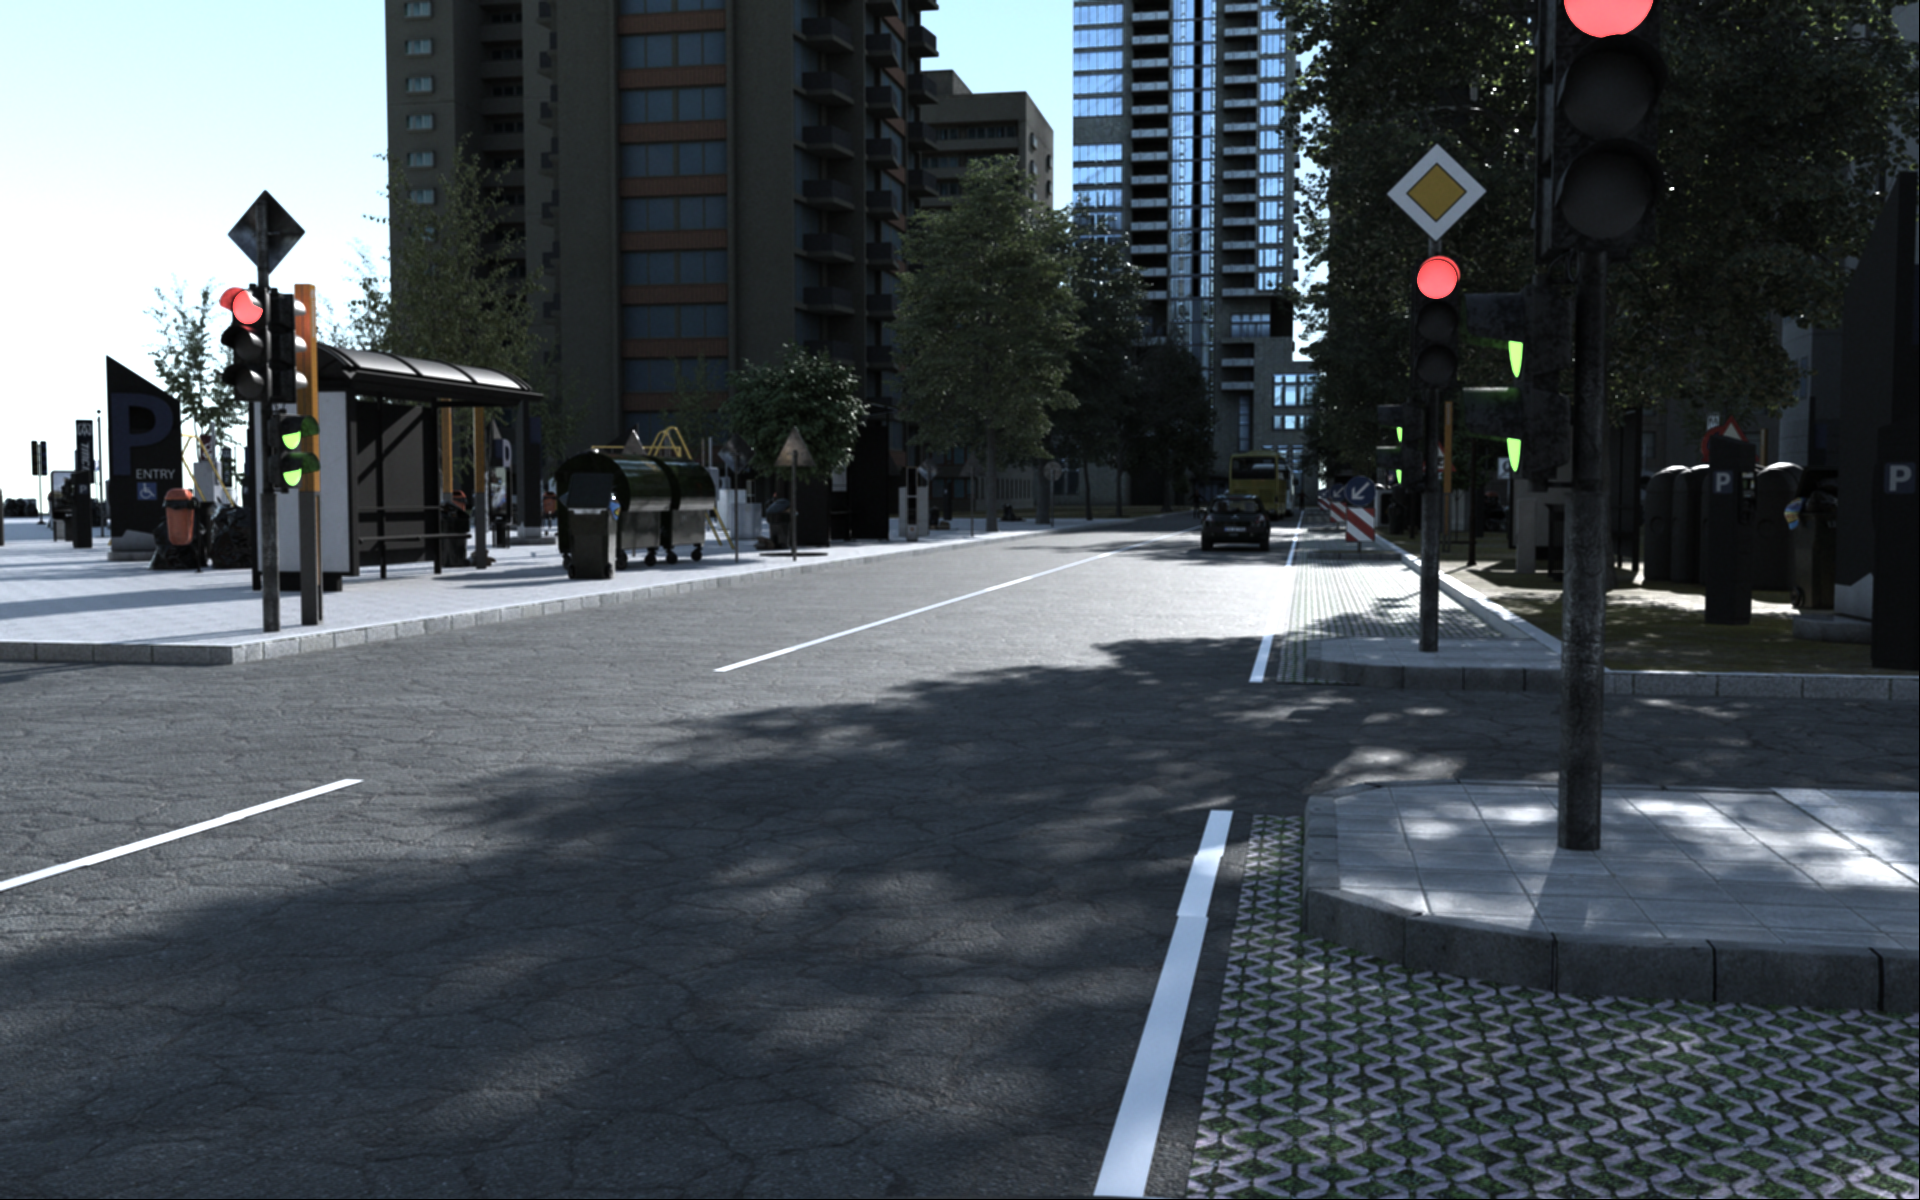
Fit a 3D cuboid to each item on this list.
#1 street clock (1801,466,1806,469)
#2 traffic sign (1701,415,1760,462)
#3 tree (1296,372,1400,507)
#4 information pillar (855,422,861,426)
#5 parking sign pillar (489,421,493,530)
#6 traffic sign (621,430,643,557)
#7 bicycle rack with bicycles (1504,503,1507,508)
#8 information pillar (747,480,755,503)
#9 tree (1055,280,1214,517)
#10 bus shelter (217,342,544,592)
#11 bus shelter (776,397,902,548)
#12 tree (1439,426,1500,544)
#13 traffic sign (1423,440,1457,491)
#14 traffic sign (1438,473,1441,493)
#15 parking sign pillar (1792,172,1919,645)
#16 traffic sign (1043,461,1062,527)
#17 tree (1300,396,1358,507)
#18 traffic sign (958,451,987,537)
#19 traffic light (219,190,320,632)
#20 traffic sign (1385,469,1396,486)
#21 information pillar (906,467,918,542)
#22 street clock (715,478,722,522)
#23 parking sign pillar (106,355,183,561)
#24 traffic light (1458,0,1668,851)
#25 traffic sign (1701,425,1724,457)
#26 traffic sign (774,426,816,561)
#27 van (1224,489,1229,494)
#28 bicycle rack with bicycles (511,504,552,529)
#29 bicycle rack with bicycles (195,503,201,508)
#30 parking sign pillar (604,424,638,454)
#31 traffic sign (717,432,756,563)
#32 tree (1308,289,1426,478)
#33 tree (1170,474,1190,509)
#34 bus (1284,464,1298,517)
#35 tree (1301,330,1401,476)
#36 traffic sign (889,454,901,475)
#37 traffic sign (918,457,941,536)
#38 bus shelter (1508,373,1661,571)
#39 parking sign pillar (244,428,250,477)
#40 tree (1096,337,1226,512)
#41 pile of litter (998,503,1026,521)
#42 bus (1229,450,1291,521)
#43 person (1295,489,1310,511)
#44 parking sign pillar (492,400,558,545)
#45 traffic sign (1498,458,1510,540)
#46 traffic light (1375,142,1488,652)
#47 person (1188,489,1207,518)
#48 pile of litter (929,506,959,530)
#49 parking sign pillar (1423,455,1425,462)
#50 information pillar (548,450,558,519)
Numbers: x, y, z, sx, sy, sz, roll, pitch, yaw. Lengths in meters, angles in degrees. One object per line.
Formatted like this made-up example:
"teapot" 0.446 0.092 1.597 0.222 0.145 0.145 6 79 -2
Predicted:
"street clock" 21.975 -2.478 45.078 0.358 2.002 0.471 2 4 32
"traffic sign" 12.720 -1.752 28.644 0.884 2.594 0.081 1 4 20
"tree" 28.652 -12.596 122.952 9.611 12.733 9.660 0 3 0
"information pillar" -3.009 -3.547 49.353 0.504 3.616 0.183 -1 4 -14
"parking sign pillar" -16.313 -4.469 61.545 1.447 3.967 1.447 0 4 1
"traffic sign" -6.653 -2.156 35.253 0.884 2.594 0.081 1 4 21
"bicycle rack with bicycles" 26.545 -4.256 82.970 2.925 0.926 2.852 2 4 26
"information pillar" -10.912 -5.254 90.397 0.304 2.012 0.304 3 4 36
"tree" 8.911 -11.405 96.848 12.009 13.543 11.850 0 3 0
"bus shelter" -8.194 -1.917 25.262 2.014 3.302 5.546 1 4 11
"bus shelter" -3.025 -3.254 44.479 1.731 3.624 6.357 1 4 11
"tree" 12.906 -3.089 45.115 1.663 3.219 1.824 0 3 0
"traffic sign" 11.419 -2.535 41.456 0.884 2.594 0.081 1 4 19
"traffic sign" 13.719 -2.912 49.741 0.606 2.300 0.079 1 4 19
"parking sign pillar" 8.161 -1.635 15.204 1.447 3.967 1.447 1 4 9
"traffic sign" 3.588 -4.102 67.166 0.768 2.556 0.104 1 4 20
"tree" 35.059 -14.861 153.348 12.009 13.543 11.850 0 3 0
"traffic sign" 0.369 -3.191 52.180 0.884 2.594 0.081 1 4 17
"traffic light" -6.407 -1.659 16.043 0.839 4.253 0.868 1 4 11
"traffic sign" 21.430 -5.297 86.710 0.768 2.556 0.104 1 4 18
"information pillar" -1.295 -2.583 46.719 0.304 2.012 0.304 0 4 -3
"street clock" -11.051 -4.550 78.959 0.358 2.002 0.471 -2 4 -33
"parking sign pillar" -15.821 -2.763 33.649 1.447 3.967 1.447 -2 4 -25
"traffic light" 2.233 -1.056 6.187 0.839 4.253 0.868 1 4 11
"traffic sign" 14.099 -1.954 32.056 0.768 2.556 0.104 1 4 21
"traffic sign" -3.171 -2.027 33.144 0.884 2.594 0.081 1 4 20
"van" 23.657 -8.774 150.463 2.013 2.044 4.112 1 4 10
"bicycle rack with bicycles" -16.364 -3.139 64.700 2.852 0.926 2.925 -1 4 -10
"bicycle rack with bicycles" -30.324 -3.339 67.974 2.925 0.926 2.852 2 4 30
"parking sign pillar" -12.967 -4.769 66.440 1.447 3.967 1.447 0 4 -2
"traffic sign" -4.180 -1.908 32.377 0.795 2.450 0.064 1 4 18
"tree" 22.772 -10.732 93.603 7.486 12.596 7.792 0 3 0
"tree" 18.867 -9.493 149.804 1.663 3.219 1.824 0 3 0
"bus" 20.284 -7.163 111.967 2.948 3.499 13.247 1 4 12
"tree" 24.206 -10.844 103.061 9.928 11.665 9.643 0 3 0
"traffic sign" -2.097 -2.990 48.886 0.884 2.594 0.081 1 4 14
"traffic sign" -0.969 -3.192 53.377 0.795 2.450 0.064 1 4 13
"bus shelter" 11.052 -2.288 31.333 2.014 3.302 5.546 1 4 11
"parking sign pillar" -28.567 -5.037 70.828 1.447 3.967 1.447 0 4 8
"tree" 14.975 -12.769 125.775 9.611 12.733 9.660 0 3 0
"pile of litter" 2.428 -4.152 81.856 1.176 0.858 1.719 -1 4 -22
"bus" 16.645 -6.393 96.073 2.896 3.916 12.252 1 4 13
"person" 29.543 -8.634 149.628 1.348 1.831 0.705 1 4 10
"parking sign pillar" -10.971 -3.396 44.003 1.447 3.967 1.447 -1 4 -23
"traffic sign" 15.407 -2.845 48.646 0.606 2.300 0.079 1 4 13
"traffic light" 3.805 -1.535 14.017 0.839 4.253 0.868 1 4 11
"person" 14.001 -5.678 102.164 1.217 1.723 0.721 -1 4 -15
"pile of litter" -0.841 -2.963 62.405 1.719 0.858 1.176 0 4 -3
"parking sign pillar" 22.967 -5.925 85.339 1.447 3.967 1.447 1 4 15
"information pillar" -20.668 -5.910 87.983 0.504 3.616 0.183 0 4 2
